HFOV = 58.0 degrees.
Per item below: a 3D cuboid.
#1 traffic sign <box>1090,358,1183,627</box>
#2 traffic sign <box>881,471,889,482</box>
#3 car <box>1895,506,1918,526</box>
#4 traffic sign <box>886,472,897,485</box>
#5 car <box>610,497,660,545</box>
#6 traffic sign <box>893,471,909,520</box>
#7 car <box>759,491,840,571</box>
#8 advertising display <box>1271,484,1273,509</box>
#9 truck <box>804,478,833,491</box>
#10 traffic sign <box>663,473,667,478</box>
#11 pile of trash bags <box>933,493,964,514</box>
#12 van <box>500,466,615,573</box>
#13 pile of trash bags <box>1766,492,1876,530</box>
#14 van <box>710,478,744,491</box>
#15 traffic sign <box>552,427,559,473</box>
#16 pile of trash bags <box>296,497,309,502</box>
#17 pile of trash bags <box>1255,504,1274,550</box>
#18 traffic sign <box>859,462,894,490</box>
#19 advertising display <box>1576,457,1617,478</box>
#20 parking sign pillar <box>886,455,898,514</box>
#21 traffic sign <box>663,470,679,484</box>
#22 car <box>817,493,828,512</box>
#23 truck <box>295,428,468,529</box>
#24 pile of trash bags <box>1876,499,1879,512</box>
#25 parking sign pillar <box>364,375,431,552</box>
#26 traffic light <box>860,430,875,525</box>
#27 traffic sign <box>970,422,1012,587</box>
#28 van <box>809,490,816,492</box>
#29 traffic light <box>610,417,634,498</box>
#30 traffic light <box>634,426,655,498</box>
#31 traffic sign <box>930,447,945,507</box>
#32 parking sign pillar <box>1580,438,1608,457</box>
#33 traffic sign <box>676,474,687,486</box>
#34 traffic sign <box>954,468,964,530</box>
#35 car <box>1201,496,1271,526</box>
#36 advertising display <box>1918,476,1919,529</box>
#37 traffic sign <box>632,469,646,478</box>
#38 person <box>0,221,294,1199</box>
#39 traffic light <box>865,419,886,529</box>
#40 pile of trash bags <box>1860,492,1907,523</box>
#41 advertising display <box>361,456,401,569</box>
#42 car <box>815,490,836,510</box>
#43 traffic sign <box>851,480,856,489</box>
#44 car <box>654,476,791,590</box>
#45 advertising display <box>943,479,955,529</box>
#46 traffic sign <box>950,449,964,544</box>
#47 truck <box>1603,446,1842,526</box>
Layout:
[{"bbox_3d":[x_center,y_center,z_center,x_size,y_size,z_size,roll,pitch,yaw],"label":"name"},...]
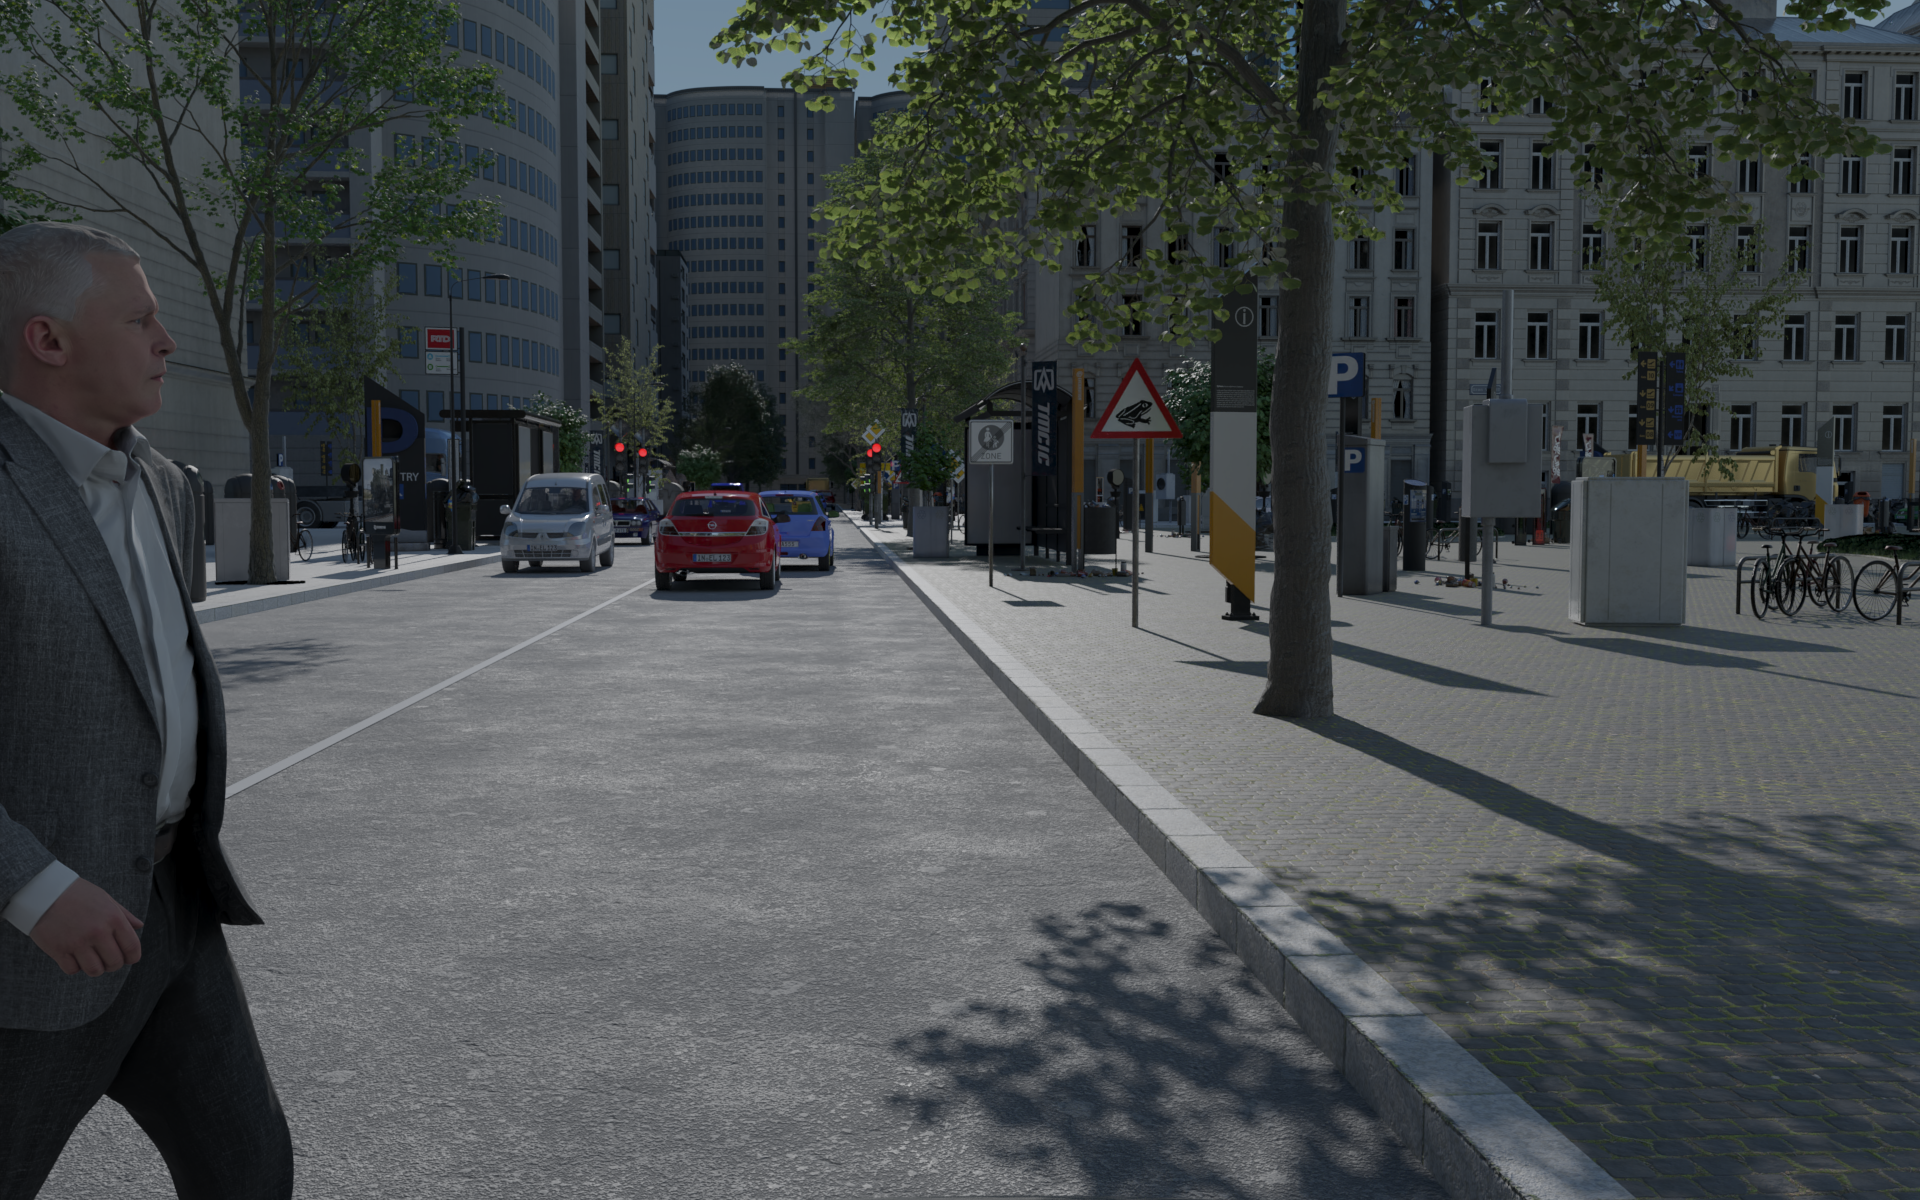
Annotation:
[{"bbox_3d":[1.688,-1.017,16.632,0.884,2.594,0.081,0,4,2],"label":"traffic sign"},{"bbox_3d":[-4.244,-5.838,95.554,0.768,2.556,0.104,0,4,0],"label":"traffic sign"},{"bbox_3d":[41.484,-3.880,72.229,4.718,1.807,1.959,0,4,-4],"label":"car"},{"bbox_3d":[-3.417,-5.413,89.694,0.795,2.450,0.064,0,4,-1],"label":"traffic sign"},{"bbox_3d":[-9.605,-2.280,49.858,1.945,1.354,3.894,0,4,-2],"label":"car"},{"bbox_3d":[-2.934,-5.339,87.292,0.884,2.594,0.081,0,4,-4],"label":"traffic sign"},{"bbox_3d":[-3.311,-1.463,33.518,1.945,1.707,3.694,0,4,-3],"label":"car"},{"bbox_3d":[10.434,-3.137,56.504,0.123,1.923,0.974,3,5,40],"label":"advertising display"},{"bbox_3d":[-16.798,-12.786,204.968,3.469,3.379,9.791,0,4,-3],"label":"truck"},{"bbox_3d":[-17.624,-6.266,102.547,0.768,2.556,0.104,0,4,2],"label":"traffic sign"},{"bbox_3d":[-0.366,-6.135,110.062,3.447,1.369,1.912,3,5,40],"label":"pile of trash bags"},{"bbox_3d":[-7.623,-1.589,32.988,2.013,2.044,4.112,0,4,-4],"label":"van"},{"bbox_3d":[31.007,-3.234,62.629,3.447,1.369,1.912,2,4,24],"label":"pile of trash bags"},{"bbox_3d":[-12.828,-5.565,95.377,2.240,2.365,5.245,0,4,-6],"label":"van"},{"bbox_3d":[-12.832,-3.471,50.621,2.265,3.308,0.079,0,4,3],"label":"traffic sign"},{"bbox_3d":[-27.730,-3.758,71.201,1.912,1.369,3.447,-1,4,-23],"label":"pile of trash bags"},{"bbox_3d":[6.948,-1.916,41.081,1.912,1.369,3.447,-1,4,-14],"label":"pile of trash bags"},{"bbox_3d":[-5.334,-7.170,111.104,2.265,3.308,0.079,0,4,-4],"label":"traffic sign"},{"bbox_3d":[11.051,-1.523,30.114,0.974,1.923,0.123,-2,4,-34],"label":"advertising display"},{"bbox_3d":[-4.729,-7.642,113.412,1.447,3.967,1.447,-3,4,-36],"label":"parking sign pillar"},{"bbox_3d":[-15.205,-5.557,90.853,0.884,2.594,0.081,0,4,2],"label":"traffic sign"},{"bbox_3d":[-11.600,-7.940,139.416,1.945,1.707,3.694,0,4,-4],"label":"car"},{"bbox_3d":[-27.755,-4.668,66.074,18.799,4.110,2.967,0,4,-3],"label":"truck"},{"bbox_3d":[39.811,-4.180,78.097,1.912,1.369,3.447,0,4,1],"label":"pile of trash bags"},{"bbox_3d":[-12.738,-3.095,39.081,1.447,3.967,1.447,-1,4,-14],"label":"parking sign pillar"},{"bbox_3d":[-3.729,-5.088,72.109,0.839,4.253,0.868,0,4,-4],"label":"traffic light"},{"bbox_3d":[0.429,-1.335,23.960,0.606,2.300,0.079,0,4,1],"label":"traffic sign"},{"bbox_3d":[-14.148,-9.943,169.584,2.013,2.044,4.112,0,4,-5],"label":"van"},{"bbox_3d":[-12.396,-4.556,63.417,0.839,4.253,0.868,0,4,-4],"label":"traffic light"},{"bbox_3d":[-13.012,-5.043,71.378,0.839,4.253,0.868,0,4,-4],"label":"traffic light"},{"bbox_3d":[-0.705,-2.587,42.397,0.768,2.556,0.104,0,4,5],"label":"traffic sign"},{"bbox_3d":[28.261,-5.429,77.230,1.447,3.967,1.447,-3,4,-36],"label":"parking sign pillar"},{"bbox_3d":[-17.371,-6.576,107.624,0.768,2.556,0.104,0,4,3],"label":"traffic sign"},{"bbox_3d":[-0.064,-3.683,61.401,0.795,2.450,0.064,0,4,2],"label":"traffic sign"},{"bbox_3d":[12.047,-3.502,69.611,4.827,1.381,2.083,0,4,-5],"label":"car"},{"bbox_3d":[17.335,-1.539,30.381,0.974,1.923,0.123,0,4,3],"label":"advertising display"},{"bbox_3d":[-16.005,-5.280,86.436,0.768,2.556,0.104,0,4,-3],"label":"traffic sign"},{"bbox_3d":[-1.099,0.404,2.297,0.834,1.777,0.661,0,4,-1],"label":"person"},{"bbox_3d":[-3.114,-4.601,64.148,0.839,4.253,0.868,0,4,-4],"label":"traffic light"},{"bbox_3d":[42.855,-4.185,78.170,3.447,1.369,1.912,-1,4,-19],"label":"pile of trash bags"},{"bbox_3d":[-9.944,-1.501,29.752,0.974,1.923,0.123,3,5,39],"label":"advertising display"},{"bbox_3d":[-12.260,-9.002,155.851,2.281,1.827,5.304,0,4,-5],"label":"car"},{"bbox_3d":[-8.083,-8.152,134.464,0.795,2.450,0.064,0,3,0],"label":"traffic sign"},{"bbox_3d":[-3.764,-1.118,27.327,2.155,1.783,4.494,0,4,-4],"label":"car"},{"bbox_3d":[-0.400,-3.623,64.452,0.123,1.923,0.974,1,4,19],"label":"advertising display"},{"bbox_3d":[-0.218,-2.629,44.166,0.795,2.450,0.064,0,4,1],"label":"traffic sign"},{"bbox_3d":[31.375,-4.563,70.529,9.791,3.379,3.469,0,4,-6],"label":"truck"}]
